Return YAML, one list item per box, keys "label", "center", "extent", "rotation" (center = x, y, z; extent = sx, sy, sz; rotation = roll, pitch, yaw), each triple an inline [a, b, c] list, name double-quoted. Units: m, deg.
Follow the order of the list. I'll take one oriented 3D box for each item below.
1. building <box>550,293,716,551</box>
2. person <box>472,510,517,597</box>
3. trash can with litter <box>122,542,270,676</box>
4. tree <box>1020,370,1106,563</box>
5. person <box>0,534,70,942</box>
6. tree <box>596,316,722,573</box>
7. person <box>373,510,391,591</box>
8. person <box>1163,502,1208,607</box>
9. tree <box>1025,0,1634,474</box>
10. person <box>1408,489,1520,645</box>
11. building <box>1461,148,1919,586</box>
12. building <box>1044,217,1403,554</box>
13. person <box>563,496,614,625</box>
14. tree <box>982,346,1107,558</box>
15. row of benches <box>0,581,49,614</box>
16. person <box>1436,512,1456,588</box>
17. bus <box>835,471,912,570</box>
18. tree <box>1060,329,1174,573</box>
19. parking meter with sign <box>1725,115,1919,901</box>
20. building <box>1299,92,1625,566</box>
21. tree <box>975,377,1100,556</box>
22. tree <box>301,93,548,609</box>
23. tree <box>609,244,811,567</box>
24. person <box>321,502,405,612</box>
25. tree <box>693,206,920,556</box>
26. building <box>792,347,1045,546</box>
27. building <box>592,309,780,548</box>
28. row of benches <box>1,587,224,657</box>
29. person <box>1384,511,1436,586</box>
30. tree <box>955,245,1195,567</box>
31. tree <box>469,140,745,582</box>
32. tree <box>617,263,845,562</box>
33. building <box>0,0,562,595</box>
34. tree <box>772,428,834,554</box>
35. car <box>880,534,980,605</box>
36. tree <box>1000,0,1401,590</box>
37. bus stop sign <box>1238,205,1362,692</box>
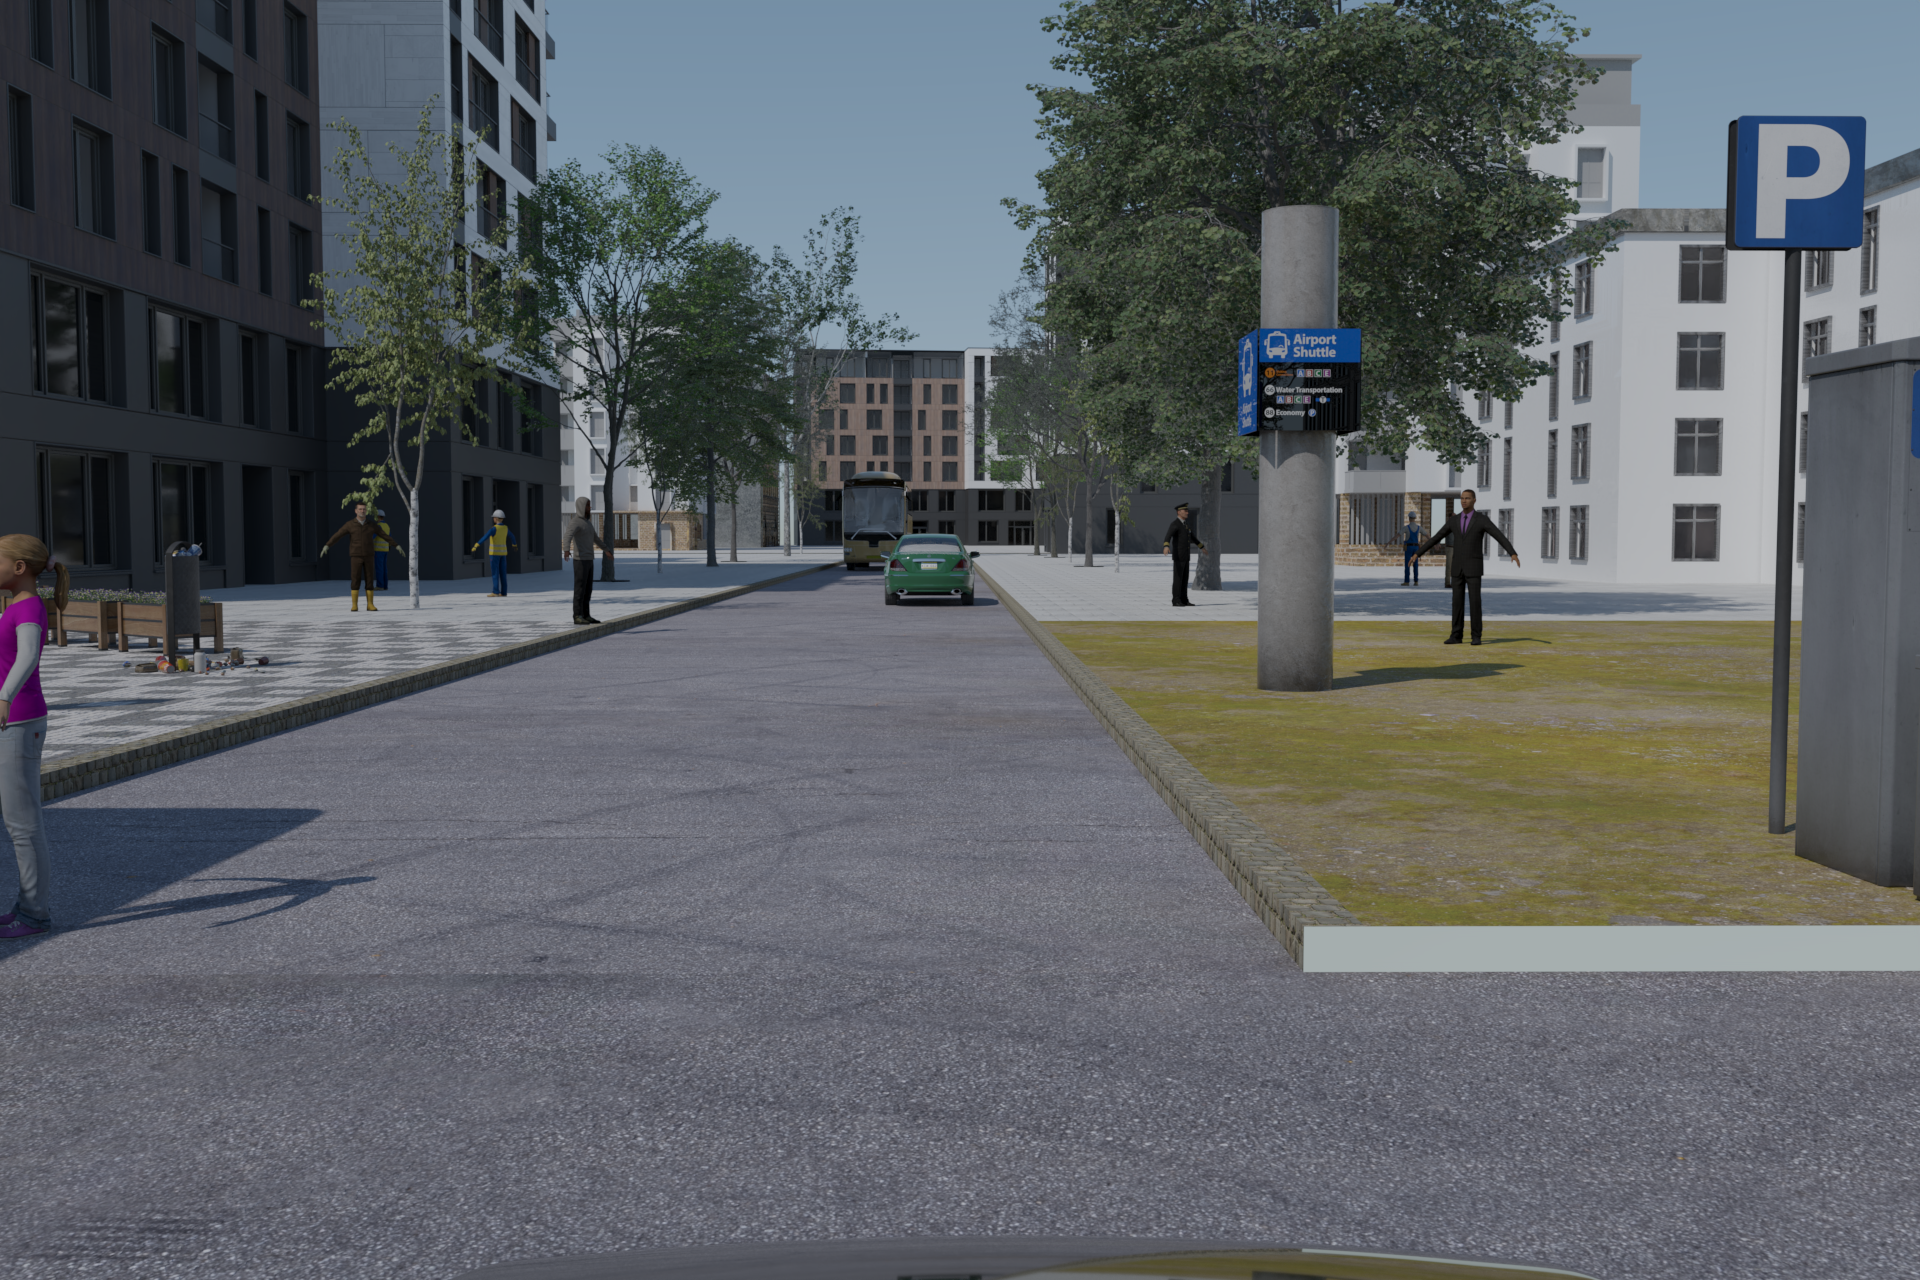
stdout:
- label: "building"
  center: [-25.867, -17.084, 135.741]
  extent: [16.016, 20.090, 11.380]
  rotation: [0, 4, 0]
- label: "person"
  center: [-9.491, -1.771, 35.413]
  extent: [0.721, 1.772, 1.216]
  rotation: [2, 4, 30]
- label: "trash can with litter"
  center: [-7.223, -0.348, 16.748]
  extent: [1.678, 1.210, 2.233]
  rotation: [0, 4, 1]
- label: "tree"
  center: [5.007, -7.785, 77.647]
  extent: [4.360, 8.622, 3.978]
  rotation: [0, 3, 0]
- label: "person"
  center: [-3.428, 0.338, 6.196]
  extent: [0.599, 1.433, 0.991]
  rotation: [-2, 4, -29]
- label: "tree"
  center: [-9.923, -6.525, 57.049]
  extent: [4.360, 8.622, 3.978]
  rotation: [0, 3, 0]
- label: "person"
  center: [-13.197, -2.042, 39.350]
  extent: [0.705, 1.833, 1.349]
  rotation: [0, 4, 6]
- label: "person"
  center: [3.944, -1.512, 30.652]
  extent: [0.705, 1.837, 1.347]
  rotation: [3, 5, 40]
- label: "tree"
  center: [5.822, -7.411, 27.818]
  extent: [9.857, 13.997, 8.962]
  rotation: [0, 3, 0]
- label: "person"
  center: [5.869, -0.848, 20.083]
  extent: [1.346, 1.802, 0.704]
  rotation: [3, 5, 40]
- label: "building"
  center: [21.558, -6.288, 44.955]
  extent: [9.099, 9.664, 28.070]
  rotation: [0, 4, 0]
- label: "building"
  center: [19.976, -17.297, 126.788]
  extent: [27.936, 21.610, 32.646]
  rotation: [0, 4, 0]
- label: "person"
  center: [-5.326, -1.131, 24.613]
  extent: [0.705, 1.813, 1.348]
  rotation: [1, 4, 16]
- label: "tree"
  center: [5.040, -10.270, 93.669]
  extent: [9.928, 11.665, 9.643]
  rotation: [0, 3, 0]
- label: "row of benches"
  center: [-14.048, -0.457, 22.927]
  extent: [1.422, 0.672, 4.104]
  rotation: [1, 4, 22]
- label: "person"
  center: [11.716, -2.133, 41.144]
  extent: [1.348, 1.796, 0.705]
  rotation: [-2, 4, -35]
- label: "bus"
  center: [-3.342, -4.904, 71.723]
  extent: [2.896, 3.916, 12.252]
  rotation: [0, 4, -1]
- label: "tree"
  center: [5.455, -6.542, 57.322]
  extent: [4.737, 8.622, 4.395]
  rotation: [0, 3, 0]
- label: "parking meter with sign"
  center: [3.521, -0.627, 6.510]
  extent: [0.543, 3.016, 1.738]
  rotation: [0, 4, -1]
- label: "building"
  center: [20.373, -13.711, 80.594]
  extent: [16.016, 20.090, 11.380]
  rotation: [0, 4, -1]
- label: "tree"
  center: [4.686, -10.844, 103.052]
  extent: [9.928, 11.665, 9.643]
  rotation: [0, 3, 0]
- label: "tree"
  center: [-9.358, -4.861, 29.833]
  extent: [4.737, 8.622, 4.395]
  rotation: [0, 3, 0]
- label: "tree"
  center: [-9.706, -9.143, 67.620]
  extent: [7.486, 12.596, 7.792]
  rotation: [0, 3, 0]
- label: "person"
  center: [-9.913, -1.382, 28.737]
  extent: [1.346, 1.812, 0.704]
  rotation: [-2, 4, -29]
- label: "tree"
  center: [-8.580, -14.868, 98.987]
  extent: [12.611, 20.169, 13.585]
  rotation: [0, 3, 0]
- label: "building"
  center: [-2.867, -21.732, 201.742]
  extent: [32.646, 21.610, 27.936]
  rotation: [0, 4, -7]
- label: "building"
  center: [-28.026, -20.828, 171.468]
  extent: [19.493, 23.208, 18.063]
  rotation: [0, 4, -1]
- label: "row of benches"
  center: [-9.576, -0.248, 19.519]
  extent: [4.104, 0.672, 1.422]
  rotation: [3, 4, 39]
- label: "person"
  center: [11.190, -2.269, 42.952]
  extent: [1.347, 1.847, 0.705]
  rotation: [0, 4, -8]
- label: "tree"
  center: [5.122, -9.592, 67.192]
  extent: [12.009, 13.543, 11.850]
  rotation: [0, 3, 0]
- label: "tree"
  center: [-9.299, -7.359, 46.081]
  extent: [9.928, 11.665, 9.643]
  rotation: [0, 3, 0]
- label: "tree"
  center: [-10.319, -10.307, 78.889]
  extent: [12.009, 13.543, 11.850]
  rotation: [0, 3, 0]
- label: "building"
  center: [-27.904, -12.289, 44.894]
  extent: [27.936, 21.610, 32.646]
  rotation: [0, 4, -1]
- label: "tree"
  center: [-10.186, -9.823, 110.973]
  extent: [4.360, 8.622, 3.978]
  rotation: [0, 3, 0]
- label: "car"
  center: [-0.627, -1.498, 36.296]
  extent: [2.131, 1.459, 4.920]
  rotation: [0, 4, -1]
- label: "tree"
  center: [5.687, -8.119, 39.405]
  extent: [9.857, 13.997, 8.962]
  rotation: [0, 3, 0]
- label: "bus stop sign"
  center: [2.776, -1.543, 14.250]
  extent: [0.837, 3.901, 0.837]
  rotation: [0, 4, -1]
